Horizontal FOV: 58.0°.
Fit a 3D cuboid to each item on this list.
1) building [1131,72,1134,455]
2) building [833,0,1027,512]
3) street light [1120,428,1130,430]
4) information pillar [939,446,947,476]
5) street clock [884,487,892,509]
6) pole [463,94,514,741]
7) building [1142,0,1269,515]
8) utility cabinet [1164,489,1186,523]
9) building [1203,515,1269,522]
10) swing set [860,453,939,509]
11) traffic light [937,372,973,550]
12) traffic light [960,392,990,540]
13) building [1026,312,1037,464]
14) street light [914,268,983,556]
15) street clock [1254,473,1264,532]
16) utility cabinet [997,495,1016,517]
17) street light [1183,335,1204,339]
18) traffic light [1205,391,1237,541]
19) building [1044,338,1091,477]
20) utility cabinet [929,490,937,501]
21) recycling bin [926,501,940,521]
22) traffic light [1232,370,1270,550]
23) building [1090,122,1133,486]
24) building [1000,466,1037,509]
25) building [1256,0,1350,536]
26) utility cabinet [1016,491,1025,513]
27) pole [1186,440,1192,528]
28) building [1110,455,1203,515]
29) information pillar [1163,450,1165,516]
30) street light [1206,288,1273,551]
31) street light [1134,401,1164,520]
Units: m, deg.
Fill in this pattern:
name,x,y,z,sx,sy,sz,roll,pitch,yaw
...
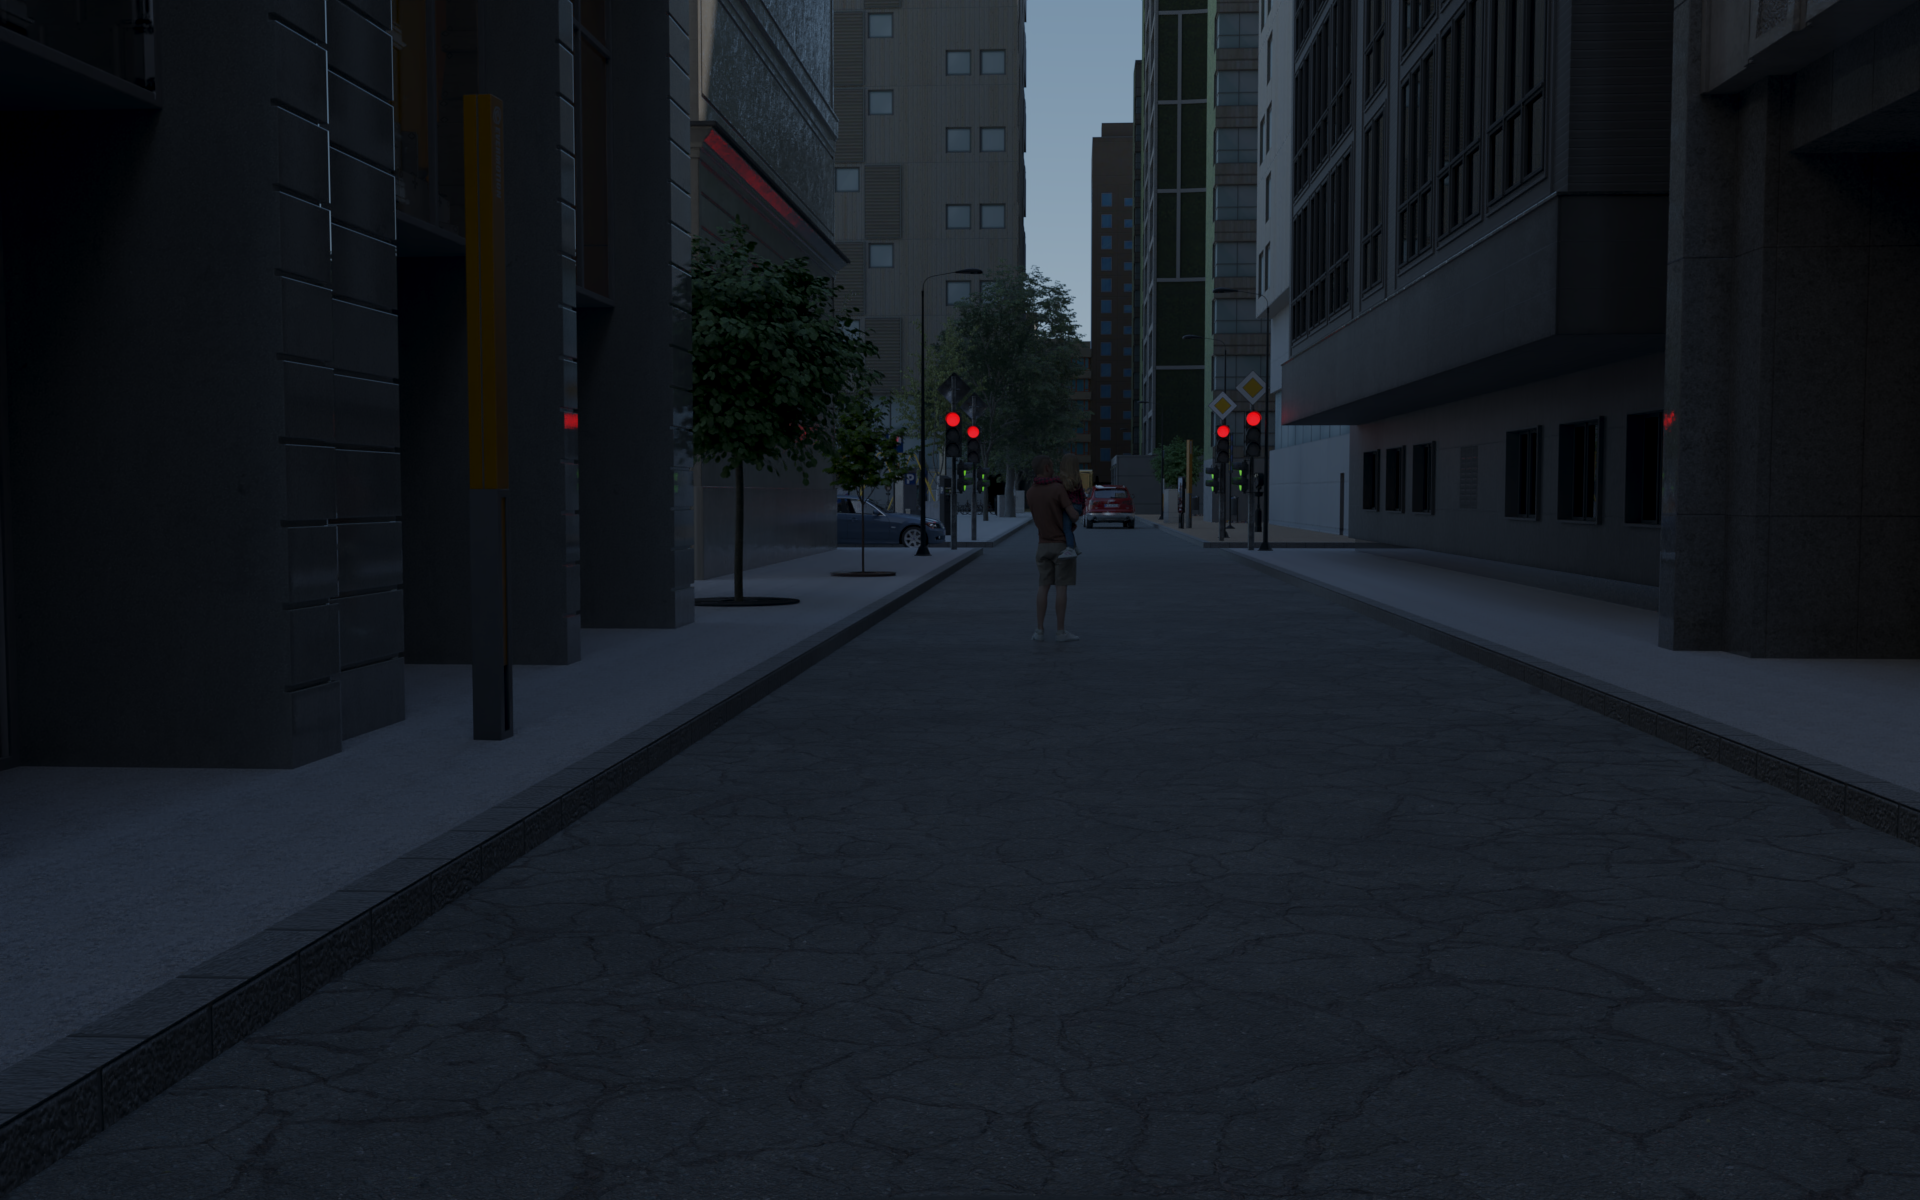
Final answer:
name,x,y,z,sx,sy,sz,roll,pitch,yaw
building,23.526,-29.534,166.472,14.154,41.232,14.086,0,4,4
building,-8.469,-33.484,136.701,28.713,52.752,27.495,0,4,4
street light,12.010,-9.165,122.385,1.470,5.913,1.316,0,4,4
information pillar,-0.742,-5.201,76.393,0.183,3.616,0.504,-2,4,-32
street clock,-5.017,-7.118,120.956,0.471,2.002,0.358,1,4,19
pole,-2.450,-0.927,8.996,0.158,3.312,0.155,0,3,0
building,20.746,-27.420,131.908,14.154,41.232,14.086,0,4,4
utility cabinet,9.417,-4.114,75.941,1.173,1.500,0.318,-3,5,-42
building,18.843,-24.454,83.426,14.154,41.232,14.086,0,4,4
swing set,-2.452,-4.183,66.015,2.862,2.851,3.119,2,4,24
traffic light,-0.123,-3.115,39.856,0.839,4.253,0.868,0,4,4
traffic light,0.404,-3.603,47.824,0.839,4.253,0.868,0,4,4
building,-6.160,-20.860,186.107,28.899,21.520,27.650,0,4,4
street light,-0.228,-3.869,35.793,1.470,5.913,1.316,0,4,4
street clock,10.054,-3.287,58.316,0.358,2.002,0.471,-1,4,-16
utility cabinet,2.593,-5.208,96.306,1.020,1.237,0.306,-2,4,-25
street light,7.202,-4.780,50.692,1.470,5.913,1.316,0,4,4
traffic light,7.151,-3.576,47.395,0.839,4.253,0.868,0,4,4
building,2.083,-22.976,220.699,28.899,21.520,27.650,0,4,4
utility cabinet,-1.154,-5.469,98.093,1.173,1.500,0.318,-1,4,-9
recycling bin,-0.965,-2.929,60.439,0.722,1.027,0.722,1,4,8
traffic light,6.624,-3.089,39.427,0.839,4.253,0.868,0,4,4
building,23.138,-34.354,211.794,14.200,45.320,14.600,0,4,4
building,-2.654,-44.163,160.310,20.563,71.187,20.611,0,4,4
building,24.455,-28.638,57.469,27.495,52.752,28.713,0,4,4
utility cabinet,3.692,-6.505,115.027,1.173,1.500,0.318,0,4,7
pole,8.639,-4.367,65.239,0.158,3.312,0.155,0,3,0
building,20.262,-41.097,110.186,20.563,71.187,20.611,0,4,4
information pillar,10.894,-6.207,92.844,0.183,3.616,0.504,1,4,12
street light,6.379,-4.071,39.095,1.470,5.913,1.316,0,4,4
street light,9.546,-6.965,86.414,1.470,5.913,1.316,0,4,4
